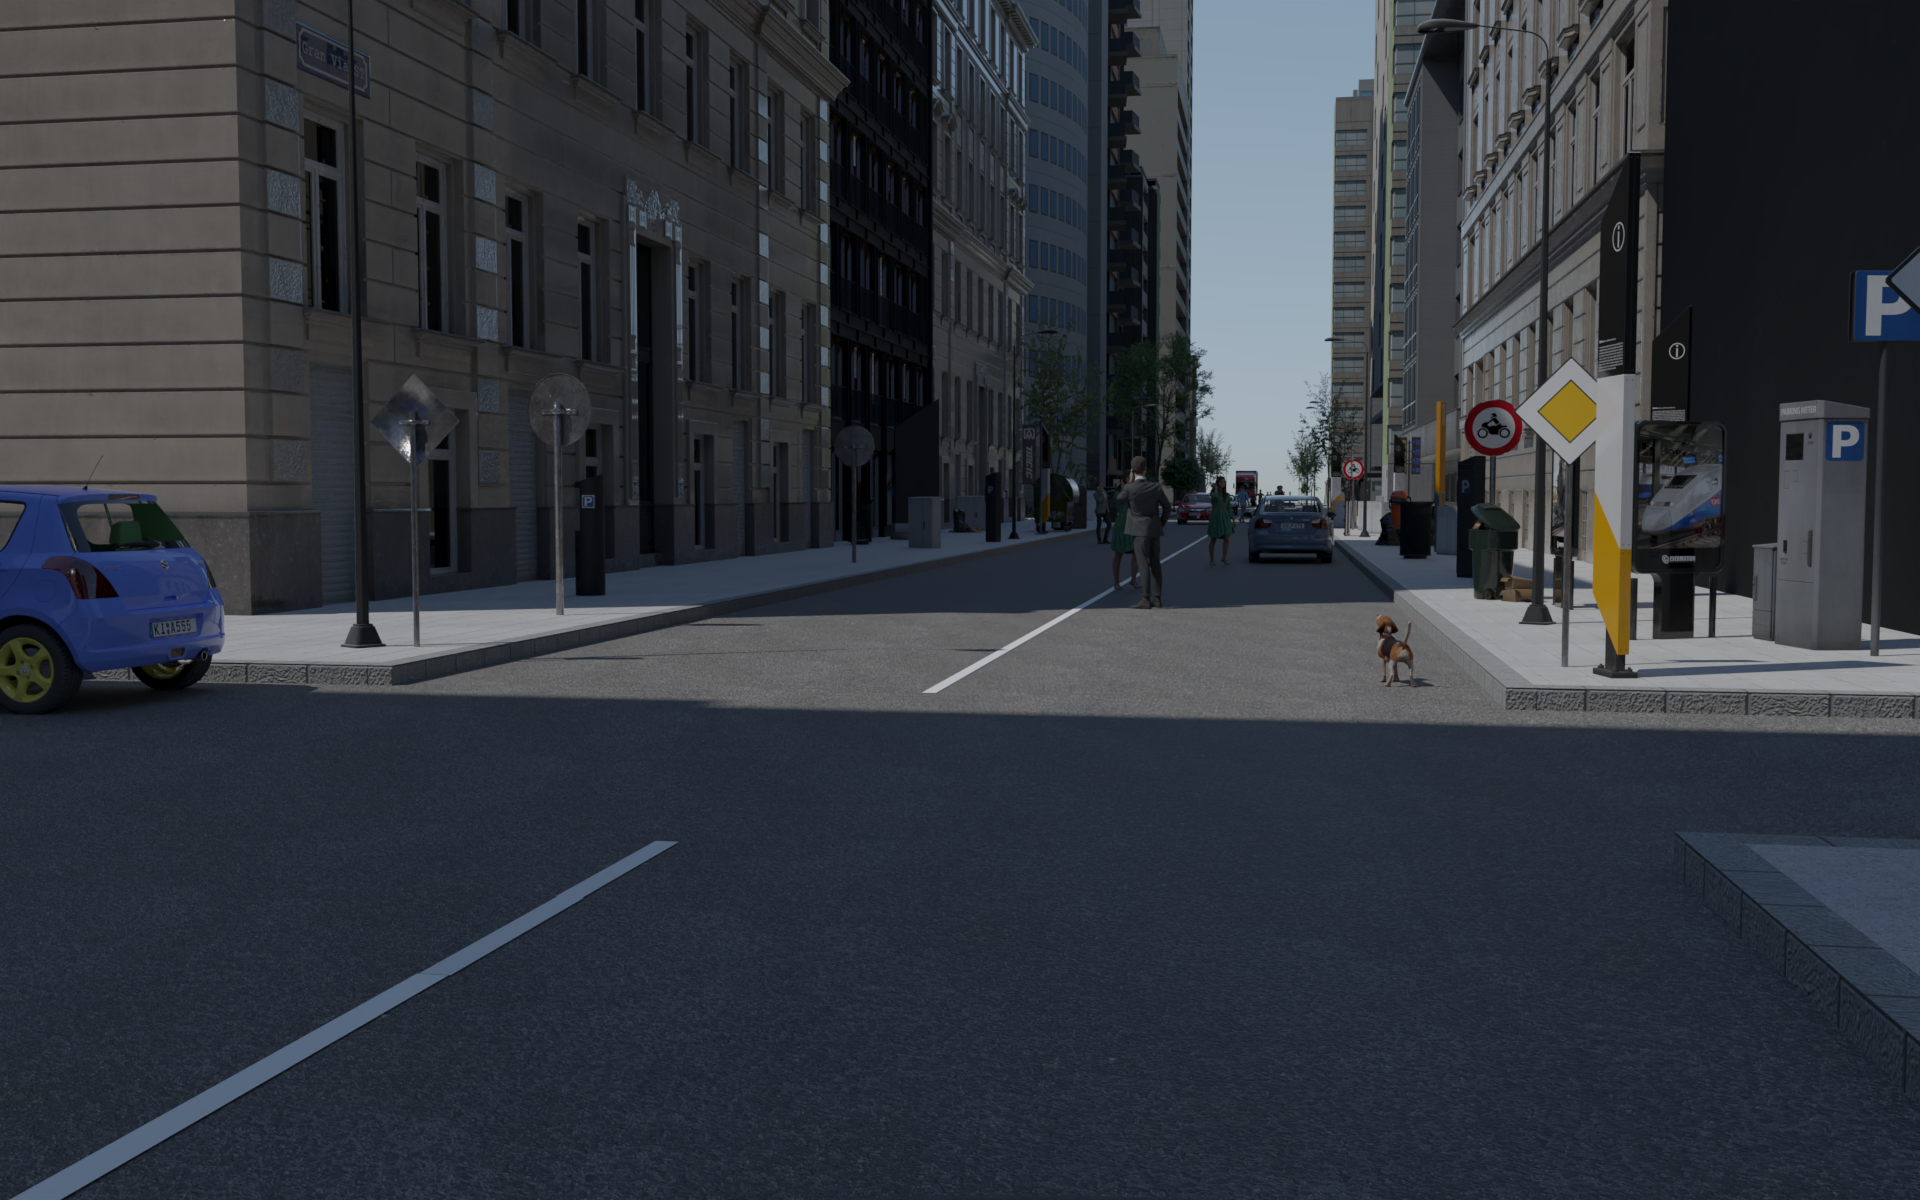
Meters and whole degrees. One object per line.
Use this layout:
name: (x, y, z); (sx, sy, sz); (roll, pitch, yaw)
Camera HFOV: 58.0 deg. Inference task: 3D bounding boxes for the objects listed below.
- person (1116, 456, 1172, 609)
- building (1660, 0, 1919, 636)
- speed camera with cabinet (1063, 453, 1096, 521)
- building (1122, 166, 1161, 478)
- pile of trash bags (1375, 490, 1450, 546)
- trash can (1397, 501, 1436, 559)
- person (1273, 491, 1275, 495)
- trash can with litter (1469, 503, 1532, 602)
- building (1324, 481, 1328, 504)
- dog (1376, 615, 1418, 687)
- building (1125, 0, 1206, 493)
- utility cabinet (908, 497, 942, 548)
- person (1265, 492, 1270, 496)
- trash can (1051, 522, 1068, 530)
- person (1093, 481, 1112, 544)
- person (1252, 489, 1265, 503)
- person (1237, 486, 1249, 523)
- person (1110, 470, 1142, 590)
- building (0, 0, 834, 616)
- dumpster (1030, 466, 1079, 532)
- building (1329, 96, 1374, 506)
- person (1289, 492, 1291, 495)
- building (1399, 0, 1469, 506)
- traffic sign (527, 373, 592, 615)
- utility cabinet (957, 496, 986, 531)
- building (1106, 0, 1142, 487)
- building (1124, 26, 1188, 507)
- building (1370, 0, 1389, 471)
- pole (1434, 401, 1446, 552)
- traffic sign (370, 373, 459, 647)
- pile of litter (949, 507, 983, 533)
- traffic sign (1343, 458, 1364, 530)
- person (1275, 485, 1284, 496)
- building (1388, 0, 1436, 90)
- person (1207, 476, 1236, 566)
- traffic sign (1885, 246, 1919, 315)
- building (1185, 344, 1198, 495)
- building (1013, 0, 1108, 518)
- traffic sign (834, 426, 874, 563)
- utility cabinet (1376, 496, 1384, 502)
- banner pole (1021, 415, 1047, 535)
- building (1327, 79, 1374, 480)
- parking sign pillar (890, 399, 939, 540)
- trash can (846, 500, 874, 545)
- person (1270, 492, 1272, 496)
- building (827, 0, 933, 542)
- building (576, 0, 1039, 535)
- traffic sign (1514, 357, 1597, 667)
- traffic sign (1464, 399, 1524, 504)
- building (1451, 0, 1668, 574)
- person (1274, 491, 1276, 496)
person: (2.283, -0.844, 21.663); (0.648, 1.900, 0.474); (-2, 4, -29)
building: (17.402, -11.557, 18.636); (15.834, 23.373, 12.332); (1, 4, 10)
speed camera with cabinet: (5.550, -5.467, 83.722); (2.038, 3.252, 0.660); (-1, 4, -22)
building: (10.167, -23.332, 153.182); (14.160, 30.474, 14.107); (1, 4, 10)
pile of trash bags: (11.221, -2.034, 43.013); (1.912, 1.369, 3.447); (2, 4, 25)
trash can: (9.042, -1.390, 34.372); (0.748, 1.137, 0.748); (0, 3, 0)
person: (43.170, -14.004, 237.455); (1.348, 1.826, 0.705); (2, 4, 30)
trash can with litter: (6.643, -0.584, 20.936); (0.624, 1.170, 1.055); (-1, 4, -22)
building: (64.676, -32.750, 227.338); (32.217, 40.220, 23.993); (1, 4, 10)
dog: (3.262, 0.383, 13.024); (0.406, 0.507, 0.540); (-3, 5, -43)
building: (23.003, -48.678, 234.136); (20.563, 71.187, 20.611); (1, 4, 10)
utility cabinet: (-0.849, -1.843, 41.288); (0.306, 1.237, 1.020); (-2, 4, -35)
person: (36.566, -12.055, 206.304); (0.721, 1.736, 1.217); (-2, 4, -32)
trash can: (3.533, -3.035, 61.270); (0.748, 1.137, 0.748); (0, 3, 0)
person: (4.114, -2.517, 49.834); (0.592, 1.802, 0.473); (-2, 4, -31)
person: (24.692, -8.194, 142.477); (1.348, 1.824, 0.705); (2, 4, 29)
person: (13.981, -4.744, 85.927); (0.748, 1.841, 0.638); (-3, 5, -39)
person: (2.513, -1.053, 25.959); (0.600, 1.795, 0.529); (-2, 4, -34)
building: (-10.804, -14.255, 30.327); (12.463, 27.353, 25.104); (1, 4, 10)
dumpster: (3.237, -3.476, 59.325); (1.502, 2.255, 1.985); (1, 4, 10)
building: (45.863, -30.393, 180.514); (14.154, 41.232, 14.086); (1, 4, 10)
person: (36.969, -11.323, 194.436); (0.445, 1.727, 0.742); (0, 4, -8)
building: (25.951, -15.299, 69.207); (14.314, 24.678, 30.058); (1, 4, 10)
traffic sign: (-4.239, -1.111, 18.279); (0.768, 2.556, 0.104); (1, 4, 18)
utility cabinet: (0.409, -3.014, 60.443); (1.020, 1.237, 0.306); (1, 4, 13)
building: (2.136, -29.223, 132.416); (22.147, 44.769, 28.867); (1, 4, 10)
building: (13.083, -34.385, 185.901); (21.300, 48.544, 21.600); (1, 4, 10)
building: (42.279, -32.267, 116.802); (28.713, 52.752, 27.495); (1, 4, 10)
pole: (10.613, -2.717, 38.265); (0.158, 3.312, 0.155); (0, 3, 0)
traffic sign: (-4.554, -0.662, 14.471); (0.795, 2.450, 0.064); (1, 4, 10)
pile of litter: (0.200, -2.697, 58.062); (1.176, 0.858, 1.719); (0, 4, 3)
traffic sign: (14.089, -3.788, 62.038); (0.768, 2.556, 0.104); (1, 4, 15)
person: (14.269, -4.212, 77.341); (0.573, 1.828, 0.580); (-1, 4, -22)
building: (31.235, -25.338, 97.863); (14.154, 41.232, 14.086); (1, 4, 10)
person: (5.210, -1.587, 34.696); (0.600, 1.795, 0.529); (-2, 4, -27)
traffic sign: (3.029, -0.079, 4.931); (0.795, 2.450, 0.064); (1, 4, 10)
building: (14.532, -22.449, 212.088); (27.650, 21.520, 28.899); (1, 4, 10)
building: (-2.985, -34.368, 103.913); (21.231, 58.520, 28.212); (1, 4, 10)
traffic sign: (-1.977, -1.967, 32.272); (0.768, 2.556, 0.104); (1, 4, 11)
utility cabinet: (16.729, -3.541, 69.059); (0.306, 1.237, 1.020); (1, 4, 12)
banner pole: (2.337, -3.960, 54.760); (0.863, 3.779, 0.401); (-1, 4, -17)
building: (55.219, -35.569, 201.155); (23.786, 49.044, 30.456); (1, 4, 10)
parking sign pillar: (-1.264, -3.704, 49.027); (1.447, 3.967, 1.447); (-1, 4, -16)
trash can: (-2.540, -1.973, 43.911); (0.748, 1.137, 0.748); (0, 3, 0)
person: (41.231, -13.555, 230.648); (0.617, 1.759, 0.750); (-3, 5, -40)
building: (-8.382, -13.523, 50.778); (12.332, 23.373, 15.834); (1, 4, 10)
building: (-4.652, -16.728, 70.767); (12.463, 27.353, 25.104); (1, 4, 10)
traffic sign: (4.483, -0.559, 12.783); (0.795, 2.450, 0.064); (1, 4, 10)
traffic sign: (7.174, -1.421, 23.337); (0.768, 2.556, 0.104); (1, 4, 17)
building: (20.579, -12.627, 39.741); (16.112, 22.955, 30.059); (1, 4, 10)
person: (33.788, -10.802, 185.823); (0.721, 1.736, 1.217); (1, 4, 20)
